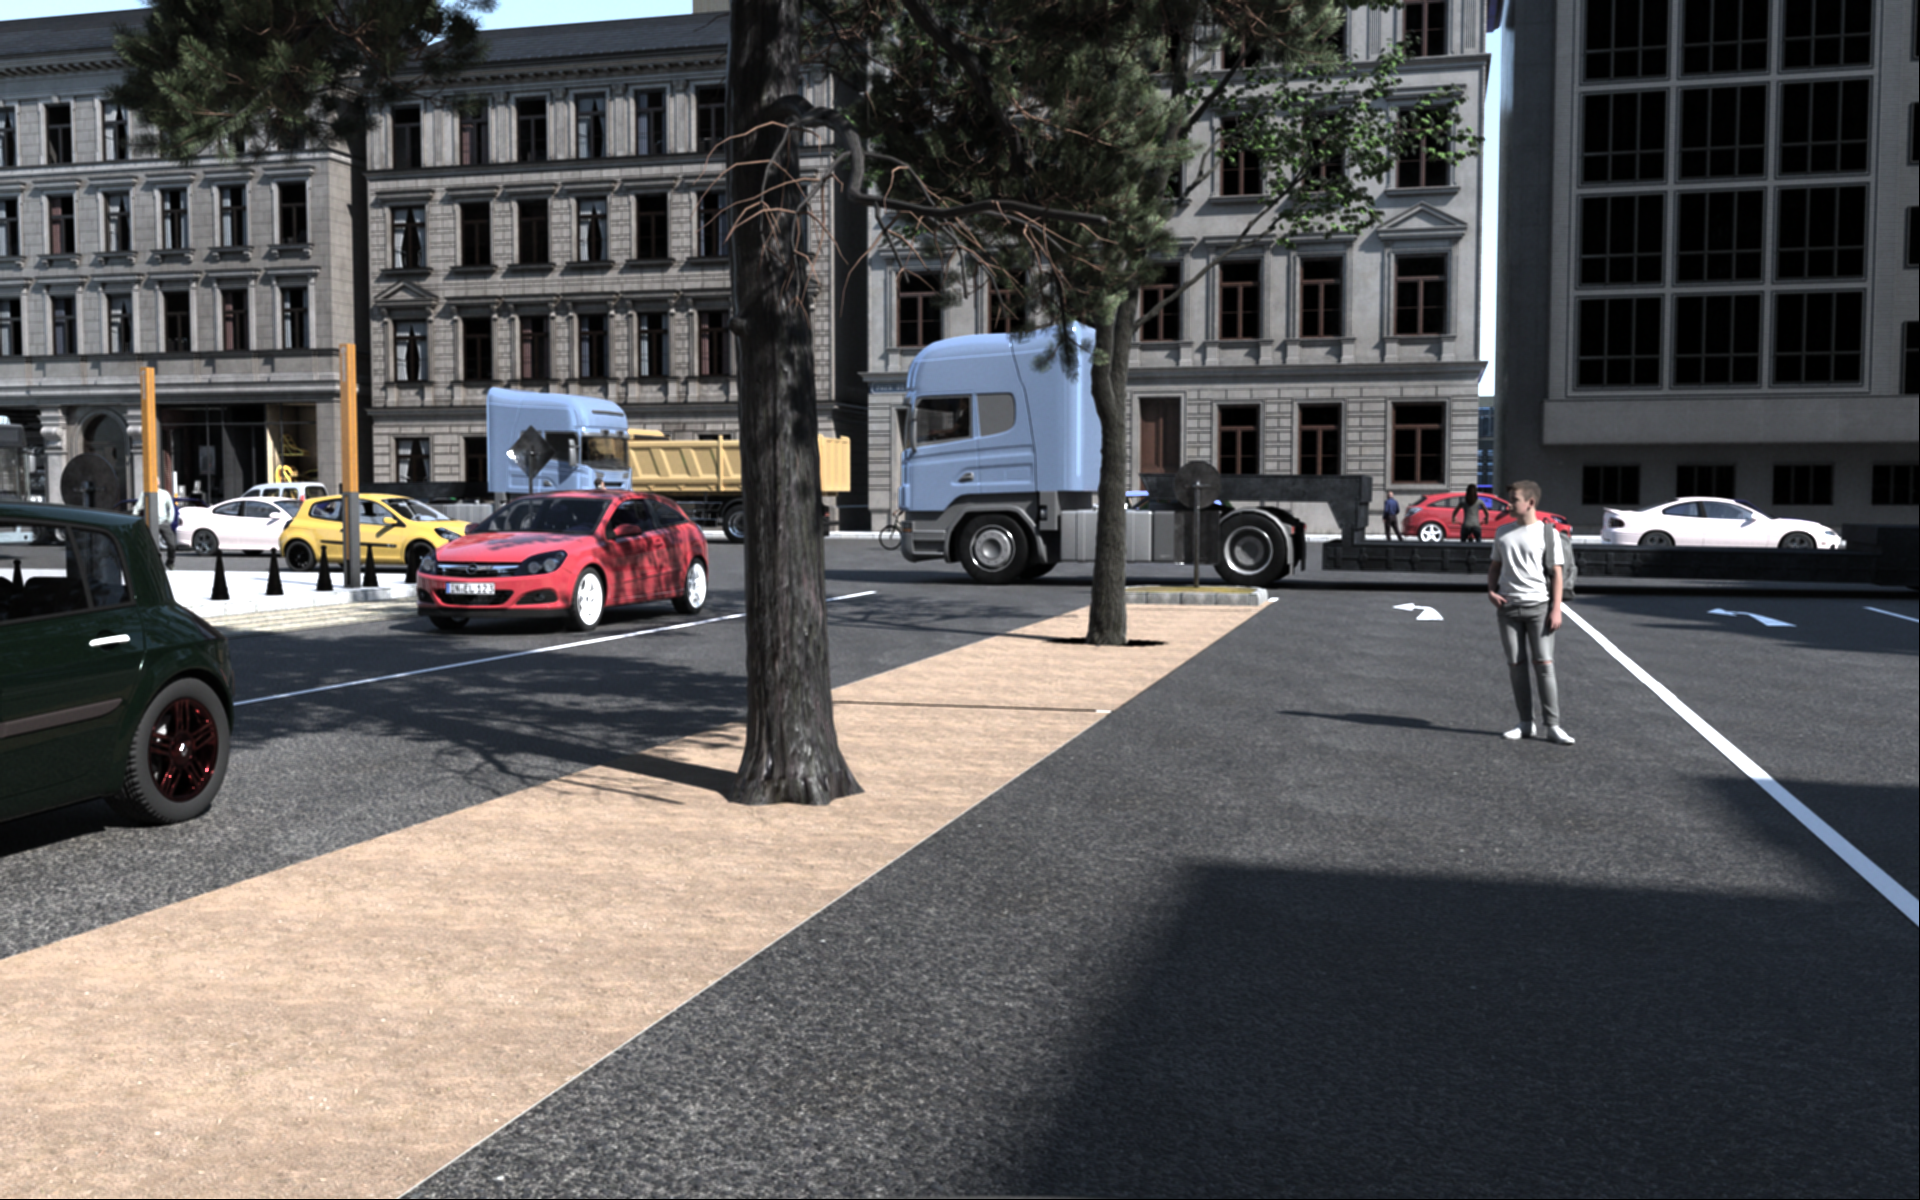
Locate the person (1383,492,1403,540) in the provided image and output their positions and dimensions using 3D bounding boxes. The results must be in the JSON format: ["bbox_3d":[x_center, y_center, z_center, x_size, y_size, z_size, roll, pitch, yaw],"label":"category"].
[{"bbox_3d":[11.314,-2.088,45.336,0.574,1.496,0.600,0,4,1],"label":"person"}]

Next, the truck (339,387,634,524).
[{"bbox_3d":[-17.038,-3.456,46.263,18.799,4.110,2.967,1,4,17],"label":"truck"}]

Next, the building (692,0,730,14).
[{"bbox_3d":[-11.424,-35.821,174.916,27.495,52.752,28.713,1,4,15],"label":"building"}]

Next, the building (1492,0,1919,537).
[{"bbox_3d":[32.854,-14.415,54.757,30.058,24.678,14.314,1,4,15],"label":"building"}]

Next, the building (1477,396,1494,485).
[{"bbox_3d":[78.012,-54.937,210.891,31.000,86.520,22.319,1,4,15],"label":"building"}]

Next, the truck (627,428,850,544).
[{"bbox_3d":[-8.247,-3.387,51.307,9.791,3.379,3.469,1,4,15],"label":"truck"}]

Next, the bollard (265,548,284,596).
[{"bbox_3d":[-8.704,-0.363,21.980,0.229,0.601,0.229,0,3,0],"label":"bollard"}]

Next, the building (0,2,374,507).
[{"bbox_3d":[-40.837,-13.545,72.367,40.483,20.767,10.553,1,4,15],"label":"building"}]

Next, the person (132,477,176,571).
[{"bbox_3d":[-14.241,-1.316,30.510,0.782,1.767,0.515,-2,4,-26],"label":"person"}]

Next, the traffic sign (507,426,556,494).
[{"bbox_3d":[-6.292,-1.332,25.422,0.795,2.450,0.064,1,4,15],"label":"traffic sign"}]

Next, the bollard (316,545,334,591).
[{"bbox_3d":[-8.432,-0.424,22.970,0.229,0.601,0.229,0,3,0],"label":"bollard"}]

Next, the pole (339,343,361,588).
[{"bbox_3d":[-8.310,-1.819,23.589,0.158,3.312,0.155,0,3,0],"label":"pole"}]

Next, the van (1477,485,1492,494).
[{"bbox_3d":[37.346,-7.293,123.626,2.240,2.365,5.245,1,4,16],"label":"van"}]

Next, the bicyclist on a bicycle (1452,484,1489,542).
[{"bbox_3d":[9.264,-1.308,31.408,1.499,1.676,1.625,1,4,16],"label":"bicyclist on a bicycle"}]

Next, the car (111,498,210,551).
[{"bbox_3d":[-20.907,-1.949,44.454,3.894,1.354,1.945,1,4,16],"label":"car"}]

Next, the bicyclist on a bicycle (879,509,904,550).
[{"bbox_3d":[-1.304,-2.096,44.294,1.625,1.676,1.499,1,4,15],"label":"bicyclist on a bicycle"}]

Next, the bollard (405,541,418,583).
[{"bbox_3d":[-7.893,-0.545,24.951,0.229,0.601,0.229,0,3,0],"label":"bollard"}]

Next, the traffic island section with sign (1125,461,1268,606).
[{"bbox_3d":[3.086,-0.920,23.184,2.006,1.907,1.989,1,4,15],"label":"traffic island section with sign"}]

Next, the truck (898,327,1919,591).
[{"bbox_3d":[7.619,-2.225,26.135,18.799,4.110,2.967,1,4,17],"label":"truck"}]

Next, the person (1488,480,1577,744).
[{"bbox_3d":[3.348,0.061,10.100,0.503,1.515,0.523,0,4,6],"label":"person"}]

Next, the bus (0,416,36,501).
[{"bbox_3d":[-26.358,-2.684,38.744,13.247,3.499,2.948,1,4,16],"label":"bus"}]

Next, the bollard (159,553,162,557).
[{"bbox_3d":[-9.247,-0.241,19.990,0.229,0.601,0.229,0,3,0],"label":"bollard"}]

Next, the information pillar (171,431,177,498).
[{"bbox_3d":[-29.000,-4.439,63.929,0.183,3.616,0.504,-2,4,-34],"label":"information pillar"}]

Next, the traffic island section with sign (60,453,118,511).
[{"bbox_3d":[-8.532,-0.455,16.061,1.989,1.847,2.006,1,4,15],"label":"traffic island section with sign"}]

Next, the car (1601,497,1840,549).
[{"bbox_3d":[16.646,-1.571,38.047,4.827,1.381,2.083,1,4,16],"label":"car"}]

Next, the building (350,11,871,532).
[{"bbox_3d":[-11.778,-12.280,65.409,19.286,19.102,10.561,1,4,15],"label":"building"}]

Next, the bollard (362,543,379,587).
[{"bbox_3d":[-8.164,-0.484,23.961,0.229,0.601,0.229,0,3,0],"label":"bollard"}]

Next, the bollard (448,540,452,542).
[{"bbox_3d":[-7.624,-0.606,25.942,0.229,0.601,0.229,0,3,0],"label":"bollard"}]

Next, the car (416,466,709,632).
[{"bbox_3d":[-4.367,-0.642,19.529,2.155,1.783,4.494,1,4,15],"label":"car"}]

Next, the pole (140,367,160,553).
[{"bbox_3d":[-13.068,-2.086,27.945,0.158,3.312,0.155,0,3,0],"label":"pole"}]

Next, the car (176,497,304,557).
[{"bbox_3d":[-15.758,-1.696,40.095,4.827,1.381,2.083,1,4,15],"label":"car"}]

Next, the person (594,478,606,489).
[{"bbox_3d":[-8.545,-1.996,41.316,0.473,1.802,0.592,1,4,12],"label":"person"}]

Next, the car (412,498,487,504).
[{"bbox_3d":[-14.149,-2.422,48.391,4.718,1.807,1.959,1,4,16],"label":"car"}]

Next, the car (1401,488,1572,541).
[{"bbox_3d":[14.379,-2.345,47.385,4.494,1.783,2.155,1,4,14],"label":"car"}]

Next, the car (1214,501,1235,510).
[{"bbox_3d":[4.747,-1.888,40.457,3.694,1.707,1.945,1,4,16],"label":"car"}]

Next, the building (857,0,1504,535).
[{"bbox_3d":[7.703,-13.684,59.898,21.152,22.565,11.583,1,4,15],"label":"building"}]

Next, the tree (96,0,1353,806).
[{"bbox_3d":[-0.883,-5.098,7.860,6.751,12.117,7.091,0,3,0],"label":"tree"}]

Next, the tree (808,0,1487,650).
[{"bbox_3d":[1.474,-5.367,15.963,9.928,11.665,9.643,0,3,0],"label":"tree"}]

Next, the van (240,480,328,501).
[{"bbox_3d":[-24.001,-3.253,60.204,4.112,2.044,2.013,1,4,17],"label":"van"}]

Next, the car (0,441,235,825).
[{"bbox_3d":[-4.507,0.208,6.383,2.009,1.686,4.222,1,4,13],"label":"car"}]

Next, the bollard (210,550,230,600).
[{"bbox_3d":[-8.971,-0.303,20.987,0.229,0.601,0.229,0,3,0],"label":"bollard"}]

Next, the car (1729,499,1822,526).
[{"bbox_3d":[18.568,-1.780,41.687,3.894,1.354,1.945,1,4,14],"label":"car"}]

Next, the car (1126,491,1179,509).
[{"bbox_3d":[4.590,-1.674,36.964,3.694,1.707,1.945,1,4,17],"label":"car"}]

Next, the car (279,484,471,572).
[{"bbox_3d":[-10.604,-1.346,32.223,3.980,1.641,2.015,1,4,16],"label":"car"}]
